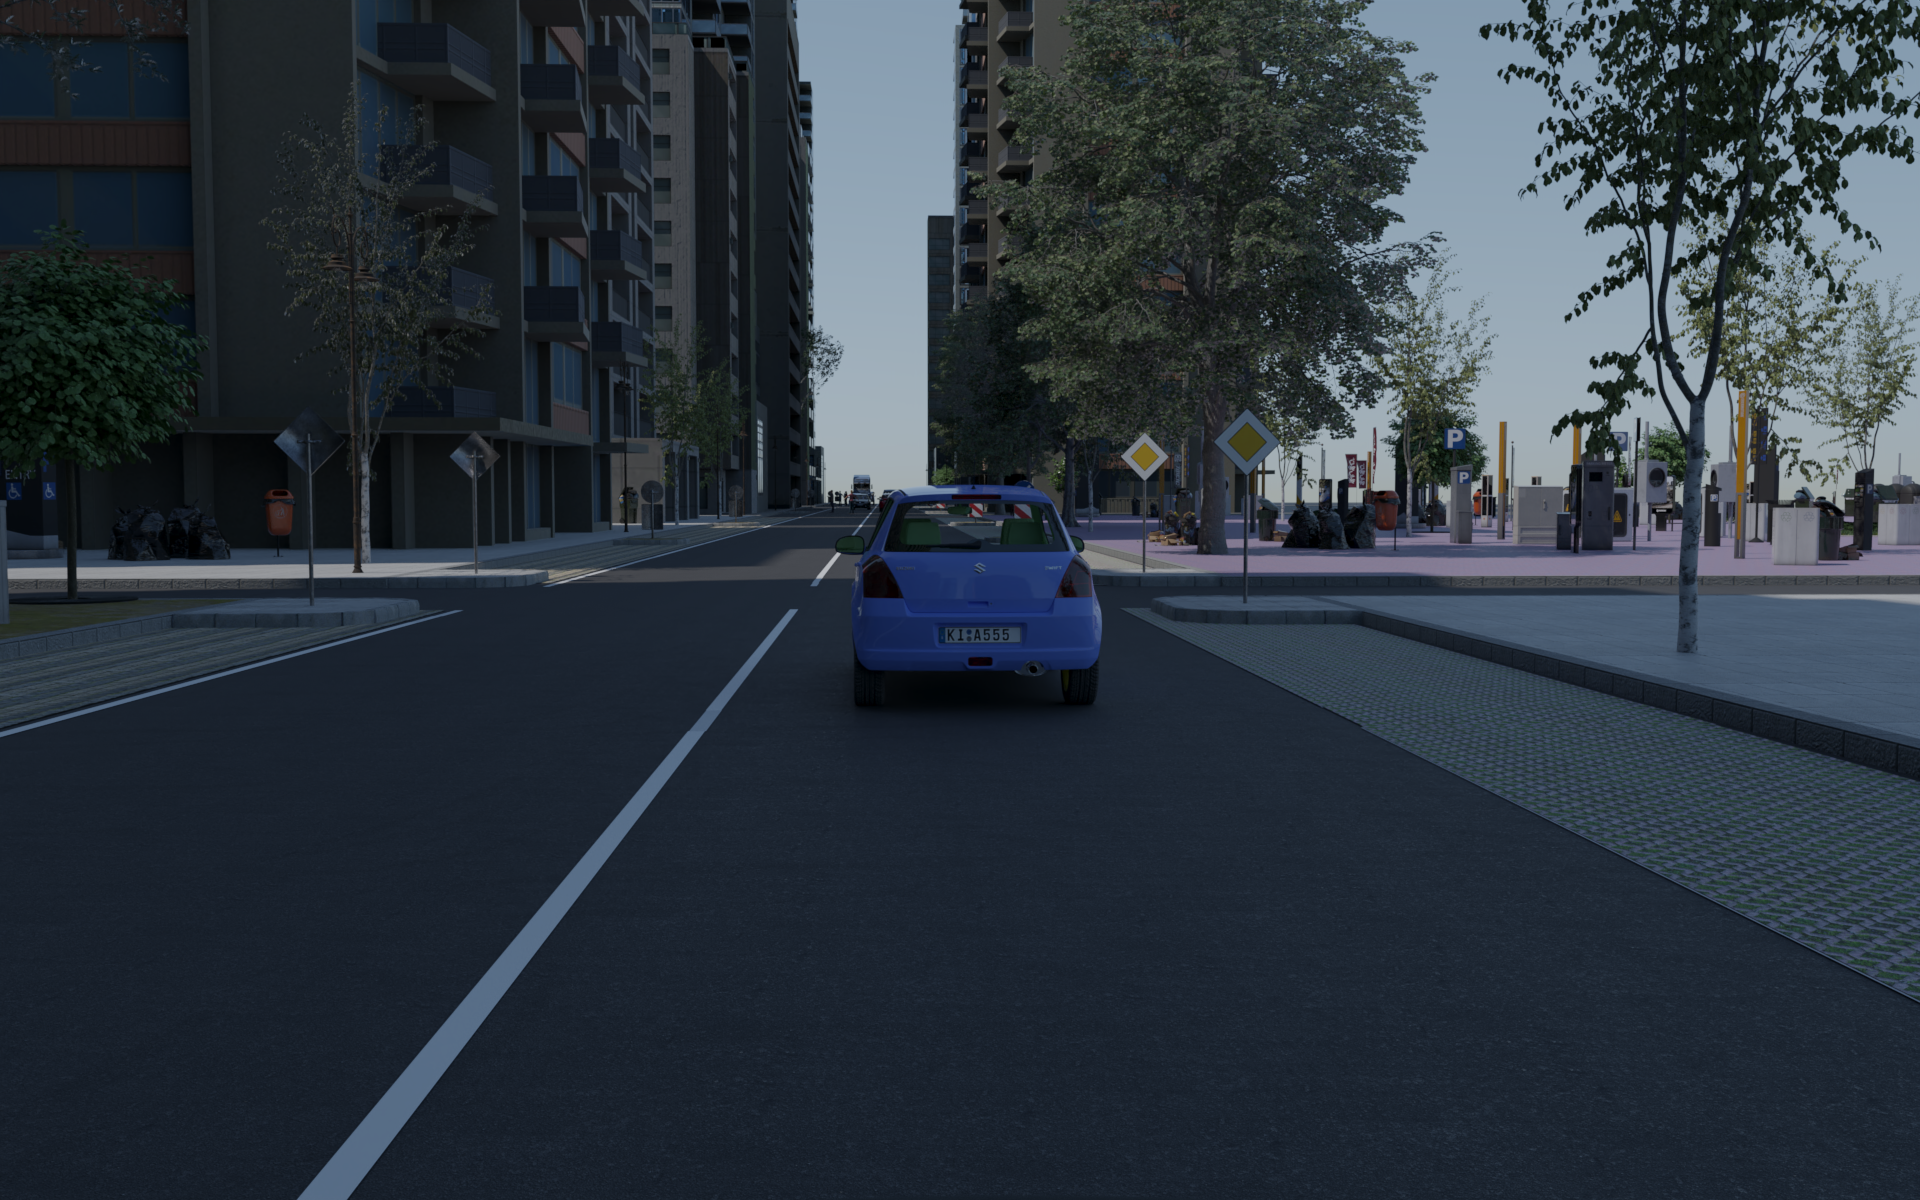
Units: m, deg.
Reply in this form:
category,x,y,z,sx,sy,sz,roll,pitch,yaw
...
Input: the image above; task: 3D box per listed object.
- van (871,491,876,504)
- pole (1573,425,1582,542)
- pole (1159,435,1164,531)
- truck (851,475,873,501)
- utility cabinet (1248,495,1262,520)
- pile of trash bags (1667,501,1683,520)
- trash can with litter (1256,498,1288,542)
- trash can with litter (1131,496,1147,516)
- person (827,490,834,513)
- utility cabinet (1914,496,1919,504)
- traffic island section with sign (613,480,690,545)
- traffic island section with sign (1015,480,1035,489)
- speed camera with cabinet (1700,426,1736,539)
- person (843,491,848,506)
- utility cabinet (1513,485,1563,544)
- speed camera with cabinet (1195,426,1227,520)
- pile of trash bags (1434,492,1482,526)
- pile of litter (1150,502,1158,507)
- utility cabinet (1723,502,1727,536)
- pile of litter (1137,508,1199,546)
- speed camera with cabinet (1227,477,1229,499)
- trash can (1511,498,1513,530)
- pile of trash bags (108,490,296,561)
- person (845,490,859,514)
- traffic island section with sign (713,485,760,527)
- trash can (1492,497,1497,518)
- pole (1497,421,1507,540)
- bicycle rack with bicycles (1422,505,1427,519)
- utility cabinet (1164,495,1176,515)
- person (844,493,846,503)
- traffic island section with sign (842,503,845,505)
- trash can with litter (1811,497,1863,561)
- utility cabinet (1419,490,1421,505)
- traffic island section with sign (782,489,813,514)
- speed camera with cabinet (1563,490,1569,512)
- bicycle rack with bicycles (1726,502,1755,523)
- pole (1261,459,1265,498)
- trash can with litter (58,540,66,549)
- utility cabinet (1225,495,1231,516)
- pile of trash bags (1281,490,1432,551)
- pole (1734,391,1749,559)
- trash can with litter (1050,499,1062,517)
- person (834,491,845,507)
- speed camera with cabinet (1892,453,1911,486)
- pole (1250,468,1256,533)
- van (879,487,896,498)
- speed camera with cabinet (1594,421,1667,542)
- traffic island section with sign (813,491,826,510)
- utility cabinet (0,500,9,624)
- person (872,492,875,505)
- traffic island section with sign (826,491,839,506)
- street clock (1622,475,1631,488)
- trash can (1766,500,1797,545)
category,x,y,z,sx,sy,sz,roll,pitch,yaw
van,-13.583,-15.417,259.073,2.013,2.044,4.112,0,4,-4
pole,15.509,-3.041,43.570,0.158,3.312,0.155,0,3,0
pole,6.927,-4.017,59.528,0.158,3.312,0.155,0,3,0
truck,-14.049,-15.734,247.009,2.967,4.110,18.799,0,4,-4
utility cabinet,14.654,-4.619,86.676,1.020,1.237,0.306,-2,4,-35
pile of trash bags,35.652,-4.645,85.692,3.447,1.369,1.912,-1,4,-14
trash can with litter,8.528,-2.168,46.838,0.624,1.170,1.055,-3,5,-39
trash can with litter,10.543,-5.508,101.444,1.055,1.170,0.624,0,4,-2
person,-10.112,-7.687,134.714,0.750,1.759,0.617,1,4,14
utility cabinet,33.917,-3.068,61.325,0.306,1.237,1.020,2,4,30
traffic island section with sign,-8.729,-2.480,49.179,1.989,1.847,2.006,0,4,-2
traffic island section with sign,1.728,-2.603,51.191,1.989,1.847,2.006,0,4,-2
speed camera with cabinet,22.144,-3.452,50.781,0.660,3.252,2.038,0,4,5
person,-14.089,-12.569,214.020,0.705,1.822,1.348,1,4,18
utility cabinet,14.597,-2.144,43.732,1.173,1.500,0.318,0,4,-6
speed camera with cabinet,7.214,-3.403,49.979,0.660,3.252,2.038,0,4,5
pile of trash bags,19.869,-3.695,70.158,3.447,1.369,1.912,-1,4,-20
pile of litter,10.395,-4.906,94.181,1.719,0.858,1.176,0,4,-3
utility cabinet,22.986,-2.568,53.142,0.306,1.237,1.020,-2,4,-30
pile of litter,5.486,-1.800,43.391,1.719,0.858,1.176,-2,4,-35
speed camera with cabinet,12.777,-5.712,87.732,2.038,3.252,0.660,-3,5,-42
trash can,18.985,-2.867,58.521,0.748,1.137,0.748,0,3,0
pile of trash bags,-15.032,-1.510,34.443,3.447,1.369,1.912,-2,4,-30
person,-7.956,-7.174,126.515,1.217,1.743,0.721,-1,4,-22
traffic island section with sign,-9.909,-4.175,76.883,1.989,1.847,2.006,0,4,-2
trash can,28.693,-5.020,93.738,0.748,1.137,0.748,0,3,0
pole,15.242,-3.355,48.690,0.158,3.312,0.155,0,3,0
bicycle rack with bicycles,21.498,-4.235,82.618,2.852,0.926,2.925,-3,5,-41
utility cabinet,11.942,-5.383,99.167,1.020,1.237,0.306,2,4,35
person,-16.528,-14.845,251.078,0.599,1.838,0.709,-2,4,-24
traffic island section with sign,-16.710,-13.930,236.386,1.989,1.847,2.006,0,4,-2
trash can with litter,16.943,-1.357,33.579,1.055,1.170,0.624,-1,4,-22
utility cabinet,22.418,-4.754,86.411,0.318,1.500,1.173,-3,4,-38
traffic island section with sign,-12.087,-7.291,127.839,1.989,1.847,2.006,0,4,-2
speed camera with cabinet,27.119,-4.968,75.560,0.660,3.252,2.038,-1,4,-15
bicycle rack with bicycles,34.620,-3.927,77.582,2.925,0.926,2.852,-2,4,-24
pole,17.143,-6.363,97.884,0.158,3.312,0.155,0,3,0
trash can with litter,-19.668,-1.569,37.043,1.055,1.170,0.624,-2,4,-32
utility cabinet,15.556,-5.602,102.761,1.020,1.237,0.306,-2,4,-24
pile of trash bags,9.105,-1.886,40.596,1.912,1.369,3.447,-2,4,-25
pole,15.468,-2.472,34.268,0.158,3.312,0.155,0,3,0
trash can with litter,4.638,-4.510,85.118,1.055,1.170,0.624,1,4,18
person,-13.603,-11.479,196.258,1.350,1.814,0.705,-3,4,-36
speed camera with cabinet,45.637,-5.417,82.910,0.660,3.252,2.038,-1,4,-15
pole,9.722,-3.888,57.407,0.158,3.312,0.155,0,3,0
van,-6.143,-8.936,153.116,2.013,2.044,4.112,0,4,-3
speed camera with cabinet,18.085,-3.210,46.820,2.038,3.252,0.660,-1,4,-17
traffic island section with sign,-13.237,-8.938,154.770,1.989,1.847,2.006,0,4,-2
utility cabinet,-9.842,-0.382,17.410,0.306,1.237,1.020,-3,5,-39
person,-11.257,-13.076,223.017,0.721,1.743,1.217,-1,4,-10
traffic island section with sign,-15.529,-12.230,208.587,1.989,1.847,2.006,0,4,-2
street clock,25.208,-3.729,65.537,0.358,2.002,0.471,0,4,7
trash can,20.699,-1.959,43.687,0.748,1.137,0.748,0,3,0
